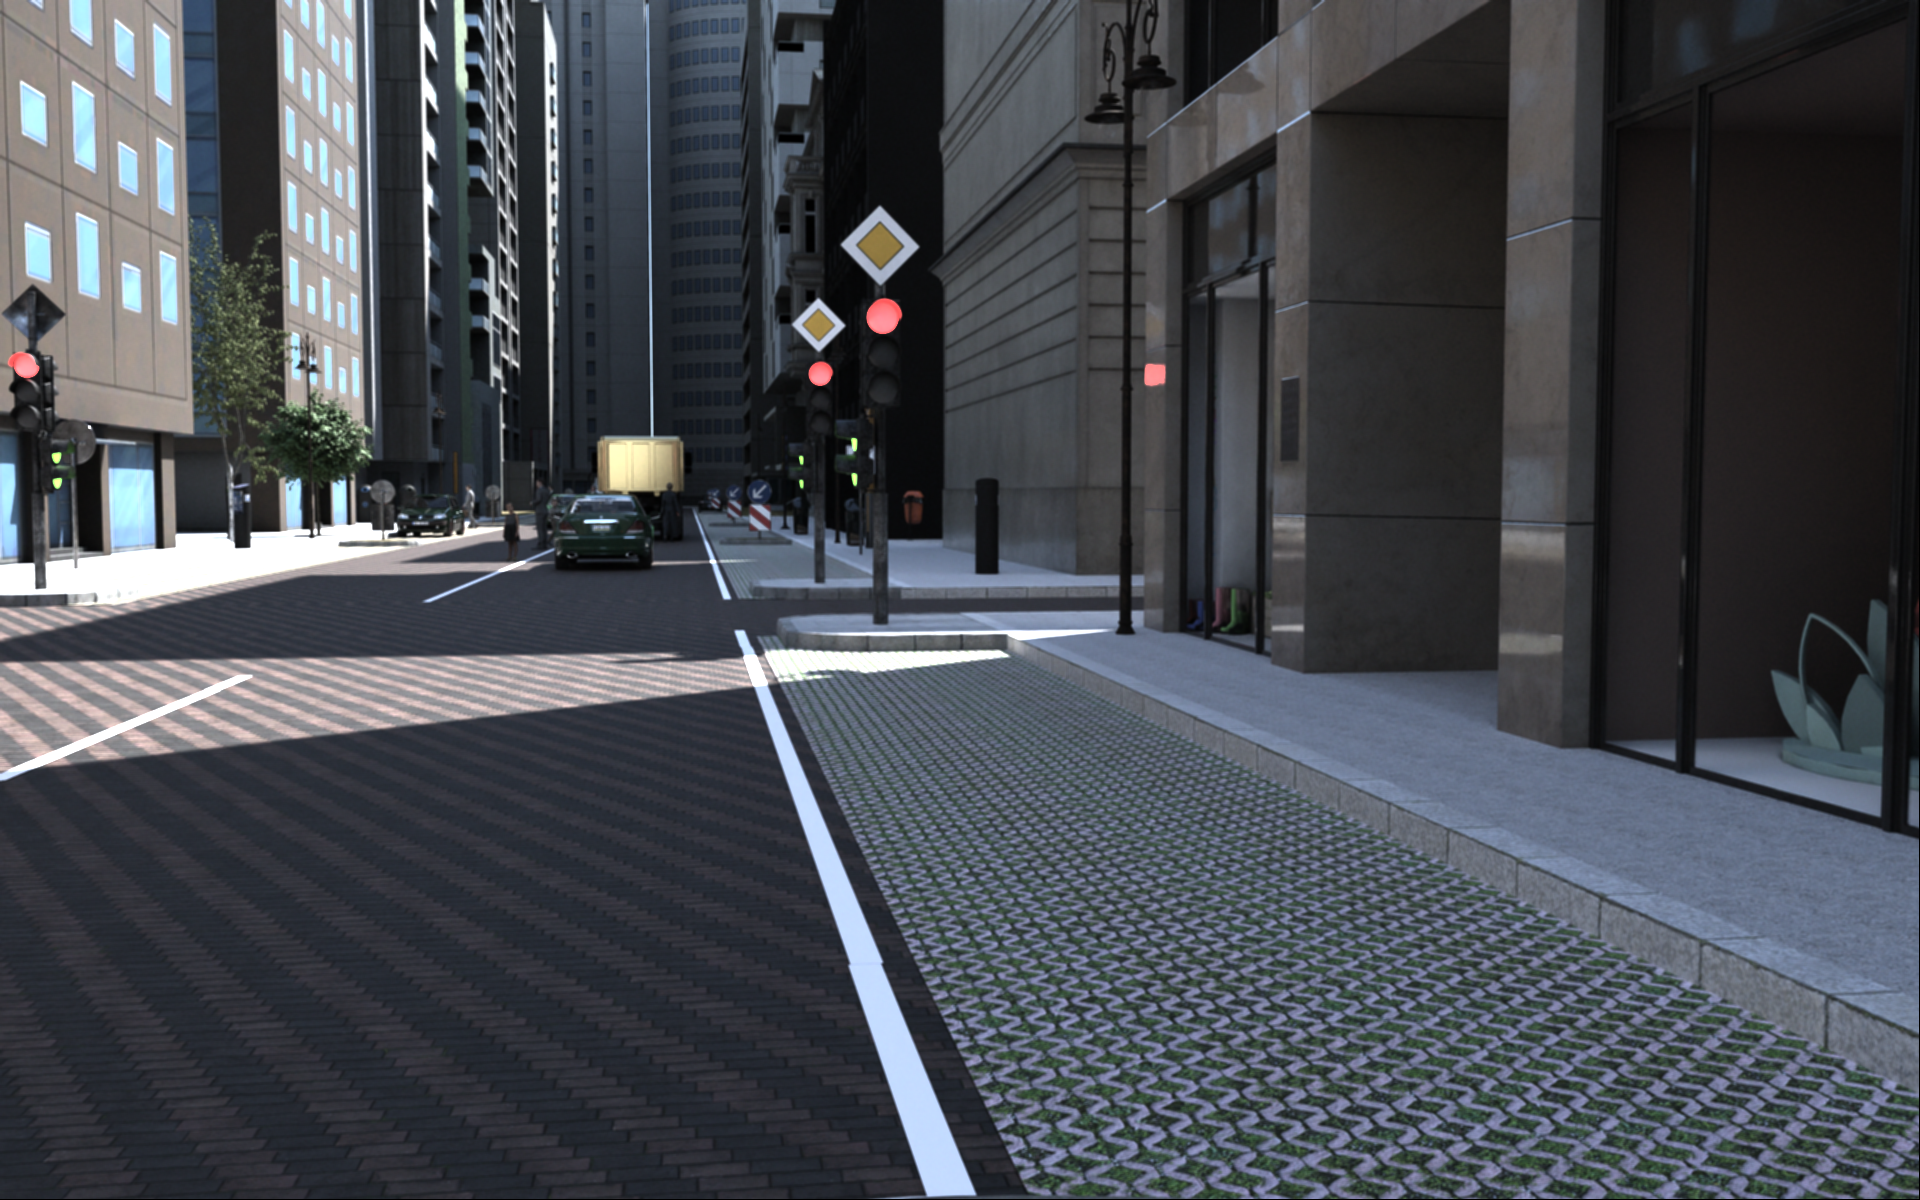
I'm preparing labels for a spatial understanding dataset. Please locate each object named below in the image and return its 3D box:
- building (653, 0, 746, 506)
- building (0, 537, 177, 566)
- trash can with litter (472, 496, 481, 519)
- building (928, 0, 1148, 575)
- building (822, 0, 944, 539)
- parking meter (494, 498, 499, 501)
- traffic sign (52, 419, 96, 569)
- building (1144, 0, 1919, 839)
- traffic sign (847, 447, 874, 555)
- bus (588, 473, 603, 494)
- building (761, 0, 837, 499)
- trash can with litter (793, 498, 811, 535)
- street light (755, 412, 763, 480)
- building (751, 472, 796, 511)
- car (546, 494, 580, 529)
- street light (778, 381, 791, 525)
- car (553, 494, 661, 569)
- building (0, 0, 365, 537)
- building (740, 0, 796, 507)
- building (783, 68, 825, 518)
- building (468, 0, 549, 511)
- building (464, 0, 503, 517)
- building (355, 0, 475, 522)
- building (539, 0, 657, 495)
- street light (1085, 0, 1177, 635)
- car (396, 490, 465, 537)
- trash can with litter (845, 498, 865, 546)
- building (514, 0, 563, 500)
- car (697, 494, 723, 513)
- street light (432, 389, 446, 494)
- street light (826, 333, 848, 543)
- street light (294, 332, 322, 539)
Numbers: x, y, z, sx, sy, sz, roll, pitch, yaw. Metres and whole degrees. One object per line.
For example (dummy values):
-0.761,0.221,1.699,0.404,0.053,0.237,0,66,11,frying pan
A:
-20.364,-39.870,193.875,28.212,58.520,21.231,-1,4,-9,building
-24.011,-23.362,32.073,14.600,45.320,14.200,-1,4,-9,building
-24.523,-4.673,87.797,0.624,1.170,1.055,-1,4,-23,trash can with litter
14.767,-12.398,35.984,30.059,22.955,16.112,-1,4,-9,building
2.283,-13.902,56.968,12.332,23.373,15.834,-1,4,-9,building
-25.027,-5.189,93.247,0.372,1.533,0.369,0,3,0,parking meter
-15.103,-1.799,29.517,0.768,2.556,0.104,0,4,0,traffic sign
13.892,-11.995,0.628,19.350,26.468,34.151,-1,4,-9,building
-2.097,-2.107,36.572,0.606,2.300,0.079,0,4,-4,traffic sign
-26.266,-8.541,131.195,2.896,3.916,12.252,0,4,-8,bus
0.680,-32.249,116.502,28.713,52.752,27.495,-1,4,-9,building
-4.998,-2.677,55.164,0.624,1.170,1.055,-1,4,-11,trash can with litter
-11.362,-7.655,97.940,0.468,5.910,1.993,-1,4,-9,street light
-0.859,-27.570,142.654,32.217,40.220,23.993,-1,4,-9,building
-16.585,-3.753,73.159,2.131,1.459,4.920,-1,4,-10,car
-7.176,-5.998,70.848,0.468,5.910,1.993,-1,4,-9,street light
-7.041,-1.387,34.471,2.131,1.459,4.920,-1,4,-9,car
-30.246,-25.201,62.151,14.600,45.320,14.200,-1,4,-9,building
-9.605,-33.050,164.062,21.300,48.544,21.600,-1,4,-9,building
-1.073,-16.116,82.579,14.460,24.649,34.723,-1,4,-9,building
-43.737,-42.706,136.487,20.563,71.187,20.611,-1,4,-9,building
-40.531,-48.712,109.108,22.319,86.520,31.000,-1,4,-9,building
-32.020,-24.512,84.370,14.154,41.232,14.086,-1,4,-9,building
-48.242,-39.606,189.555,28.212,58.520,21.231,-1,4,-9,building
1.516,-2.625,15.703,0.468,5.910,1.993,-1,4,-9,street light
-17.823,-2.972,58.383,2.009,1.686,4.222,0,4,-7,car
-2.539,-1.942,43.144,0.624,1.170,1.055,-1,4,-9,trash can with litter
-48.095,-32.684,158.086,21.600,48.544,21.300,-1,4,-9,building
-18.871,-7.401,130.800,2.009,1.686,4.222,-1,4,-10,car
-22.786,-6.309,75.946,0.468,5.910,1.993,-1,4,-9,street light
-3.207,-4.430,45.216,0.468,5.910,1.993,-1,4,-9,street light
-18.622,-4.697,49.591,0.468,5.910,1.993,-1,4,-9,street light
